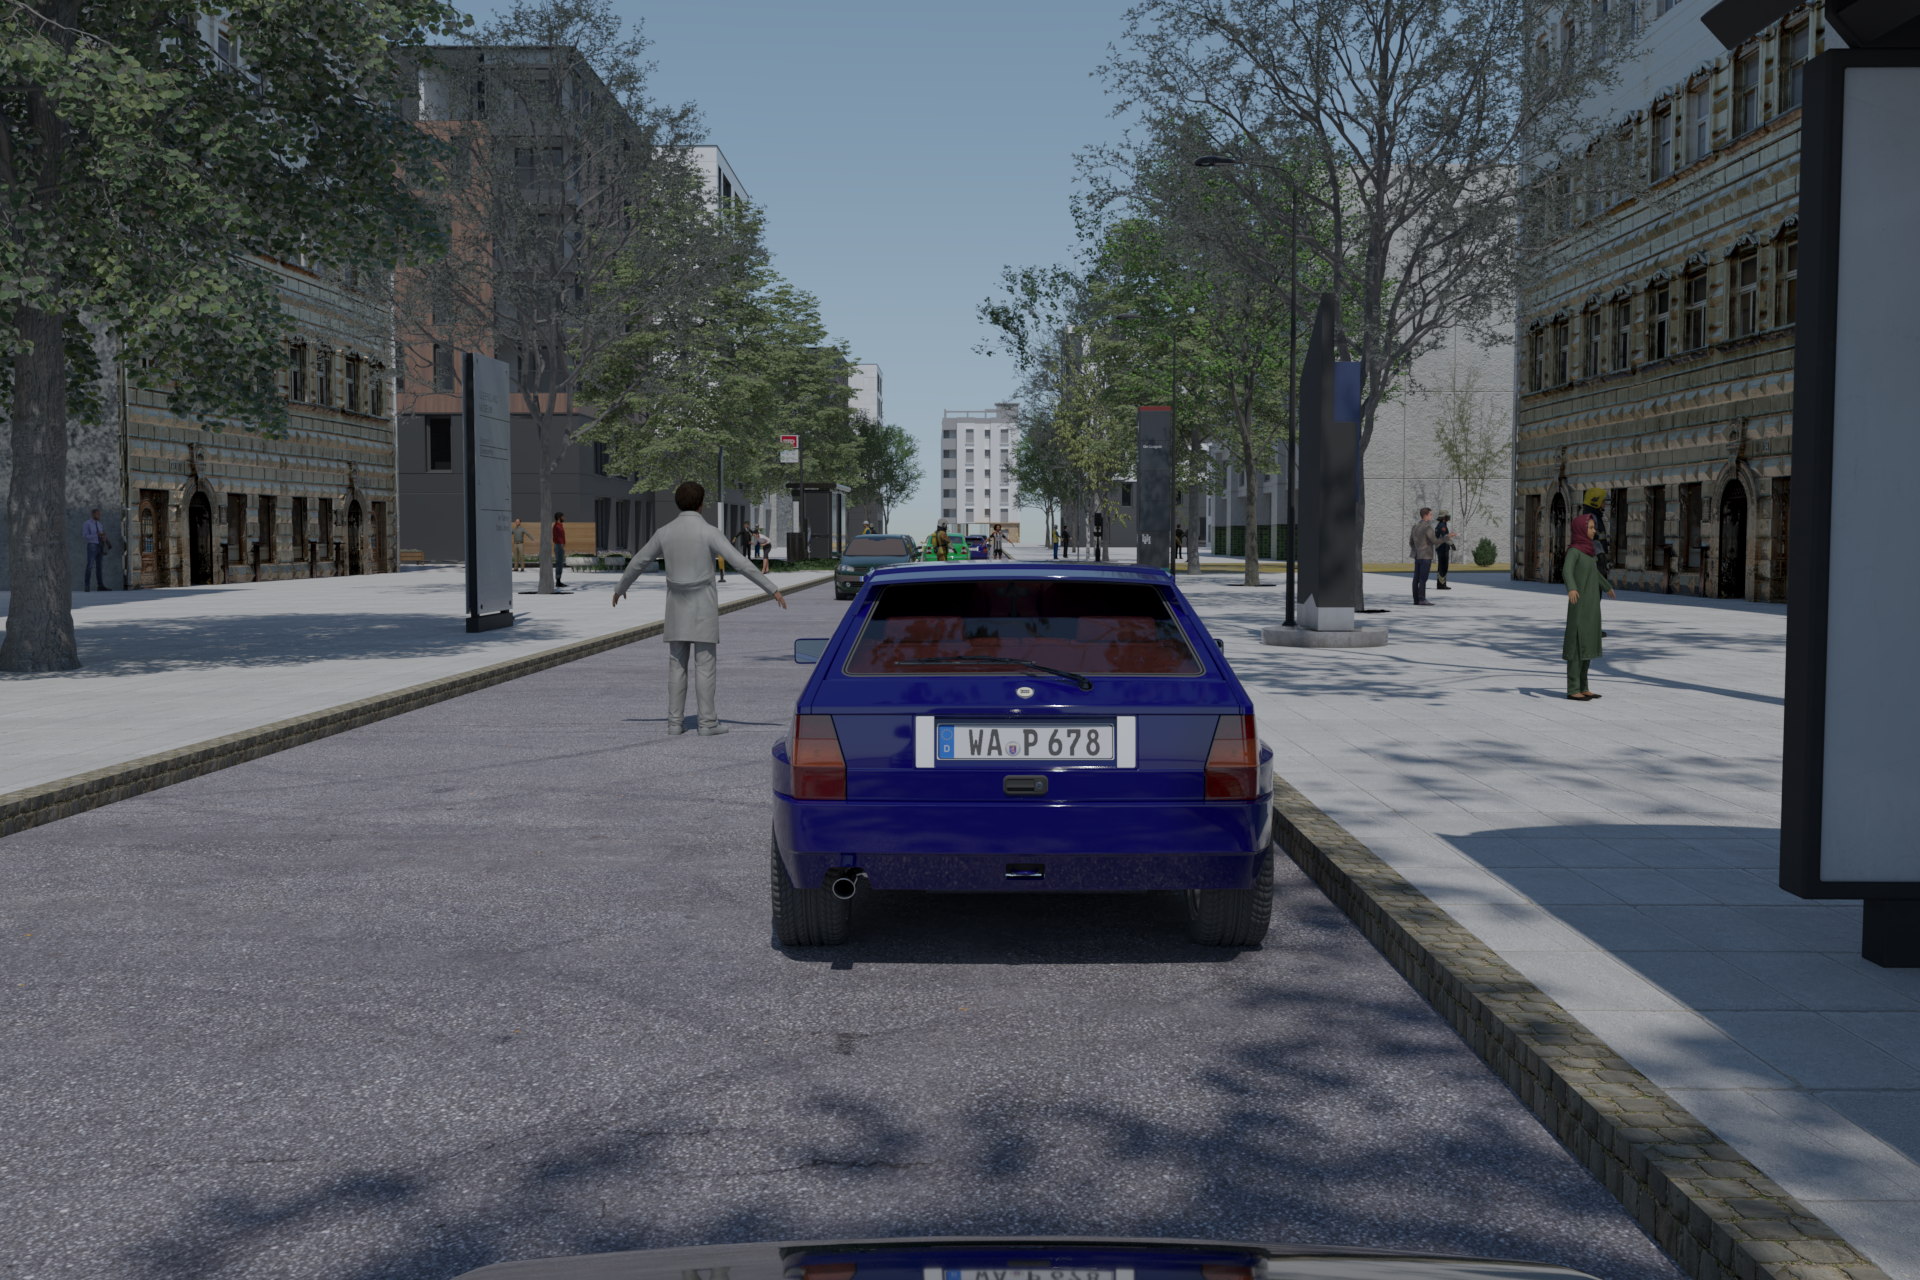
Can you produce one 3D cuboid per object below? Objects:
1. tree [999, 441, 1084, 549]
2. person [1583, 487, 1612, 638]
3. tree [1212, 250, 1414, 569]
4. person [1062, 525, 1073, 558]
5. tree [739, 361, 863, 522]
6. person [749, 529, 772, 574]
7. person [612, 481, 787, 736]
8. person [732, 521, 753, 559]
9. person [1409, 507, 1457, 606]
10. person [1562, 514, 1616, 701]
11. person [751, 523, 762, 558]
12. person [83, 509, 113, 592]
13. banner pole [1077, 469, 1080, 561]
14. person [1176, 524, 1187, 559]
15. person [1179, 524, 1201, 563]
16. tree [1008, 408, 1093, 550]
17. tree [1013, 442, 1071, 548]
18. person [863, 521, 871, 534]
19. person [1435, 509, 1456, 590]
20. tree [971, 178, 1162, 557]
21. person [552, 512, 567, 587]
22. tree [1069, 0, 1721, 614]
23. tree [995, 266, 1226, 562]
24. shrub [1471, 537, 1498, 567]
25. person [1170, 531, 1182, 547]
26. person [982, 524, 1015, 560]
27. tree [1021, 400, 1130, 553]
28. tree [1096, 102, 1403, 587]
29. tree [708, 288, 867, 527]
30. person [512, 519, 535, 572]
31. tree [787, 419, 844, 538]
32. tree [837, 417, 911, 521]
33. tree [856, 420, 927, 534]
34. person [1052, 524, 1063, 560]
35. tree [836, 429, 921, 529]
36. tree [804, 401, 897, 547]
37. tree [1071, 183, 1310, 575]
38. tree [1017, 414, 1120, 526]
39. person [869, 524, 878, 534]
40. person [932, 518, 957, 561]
[{"bbox_3d":[7.557,-13.261,151.222,7.601,10.594,8.767,2,4,30],"label":"tree"},{"bbox_3d":[7.904,-0.963,21.511,0.704,1.858,1.351,1,4,20],"label":"person"},{"bbox_3d":[12.764,-8.403,63.146,9.928,11.665,9.643,0,3,0],"label":"tree"},{"bbox_3d":[5.671,-5.202,91.767,0.721,1.740,1.216,-1,4,-21],"label":"person"},{"bbox_3d":[-8.390,-9.467,89.194,7.601,10.594,8.767,1,4,12],"label":"tree"},{"bbox_3d":[-6.325,-2.801,55.022,0.628,1.438,0.799,0,4,6],"label":"person"},{"bbox_3d":[-1.904,-0.229,12.387,1.347,1.806,0.705,1,4,15],"label":"person"},{"bbox_3d":[-9.065,-4.148,73.756,1.347,1.837,0.705,-2,4,-25],"label":"person"},{"bbox_3d":[8.503,-1.504,31.164,0.750,1.759,0.617,0,4,-1],"label":"person"},{"bbox_3d":[4.868,-0.255,13.382,0.599,1.438,0.989,3,4,37],"label":"person"},{"bbox_3d":[-10.740,-5.268,91.982,1.347,1.847,0.705,3,5,43],"label":"person"},{"bbox_3d":[-19.110,-1.991,38.466,0.599,1.838,0.709,1,4,15],"label":"person"},{"bbox_3d":[4.571,-4.684,66.600,0.401,3.779,0.863,0,4,0],"label":"banner pole"},{"bbox_3d":[11.221,-5.049,88.731,1.347,1.806,0.705,3,4,37],"label":"person"},{"bbox_3d":[10.370,-4.398,78.128,1.346,1.802,0.704,-2,4,-32],"label":"person"},{"bbox_3d":[7.497,-13.203,141.631,9.928,11.665,9.643,0,3,0],"label":"tree"},{"bbox_3d":[8.314,-14.502,162.858,9.928,11.665,9.643,0,3,0],"label":"tree"},{"bbox_3d":[-3.966,-4.078,72.651,0.705,1.833,1.349,-1,4,-15],"label":"person"},{"bbox_3d":[11.155,-2.081,39.888,0.704,1.845,1.351,0,4,3],"label":"person"},{"bbox_3d":[6.715,-14.640,95.261,12.611,20.169,13.585,0,3,0],"label":"tree"},{"bbox_3d":[-9.667,-2.192,41.941,0.704,1.816,1.345,-1,4,-14],"label":"person"},{"bbox_3d":[6.531,-7.186,27.867,12.009,13.543,11.850,0,3,0],"label":"tree"},{"bbox_3d":[6.701,-10.375,80.005,12.009,13.543,11.850,0,3,0],"label":"tree"},{"bbox_3d":[20.307,-3.420,67.033,1.383,1.207,1.383,0,3,0],"label":"shrub"},{"bbox_3d":[5.484,-2.486,47.421,1.217,1.736,0.721,0,4,-4],"label":"person"},{"bbox_3d":[1.514,-3.705,69.184,1.345,1.843,0.704,-1,4,-15],"label":"person"},{"bbox_3d":[7.975,-11.254,118.415,8.767,10.594,7.601,2,4,27],"label":"tree"},{"bbox_3d":[7.040,-7.119,42.158,9.928,11.665,9.643,0,3,0],"label":"tree"},{"bbox_3d":[-8.100,-9.942,80.679,7.486,12.596,7.792,0,3,0],"label":"tree"},{"bbox_3d":[-15.086,-3.235,59.159,1.348,1.796,0.705,1,4,15],"label":"person"},{"bbox_3d":[-8.368,-9.178,100.418,4.737,8.622,4.395,0,3,0],"label":"tree"},{"bbox_3d":[-7.340,-12.001,130.623,7.601,10.594,8.767,-2,4,-25],"label":"tree"},{"bbox_3d":[-6.644,-14.067,155.753,9.928,11.665,9.643,0,3,0],"label":"tree"},{"bbox_3d":[4.915,-4.946,87.324,0.721,1.772,1.216,-1,4,-18],"label":"person"},{"bbox_3d":[-7.420,-12.758,143.008,8.767,10.594,7.601,-1,4,-13],"label":"tree"},{"bbox_3d":[-8.071,-11.307,119.281,8.767,10.594,7.601,1,4,17],"label":"tree"},{"bbox_3d":[7.339,-8.280,53.506,7.486,12.596,7.792,0,3,0],"label":"tree"},{"bbox_3d":[8.123,-12.026,131.045,8.767,10.594,7.601,1,4,14],"label":"tree"},{"bbox_3d":[-4.858,-5.490,95.539,1.354,1.856,0.705,2,4,23],"label":"person"},{"bbox_3d":[-0.456,-2.336,46.418,0.705,1.858,1.354,-2,4,-25],"label":"person"}]
